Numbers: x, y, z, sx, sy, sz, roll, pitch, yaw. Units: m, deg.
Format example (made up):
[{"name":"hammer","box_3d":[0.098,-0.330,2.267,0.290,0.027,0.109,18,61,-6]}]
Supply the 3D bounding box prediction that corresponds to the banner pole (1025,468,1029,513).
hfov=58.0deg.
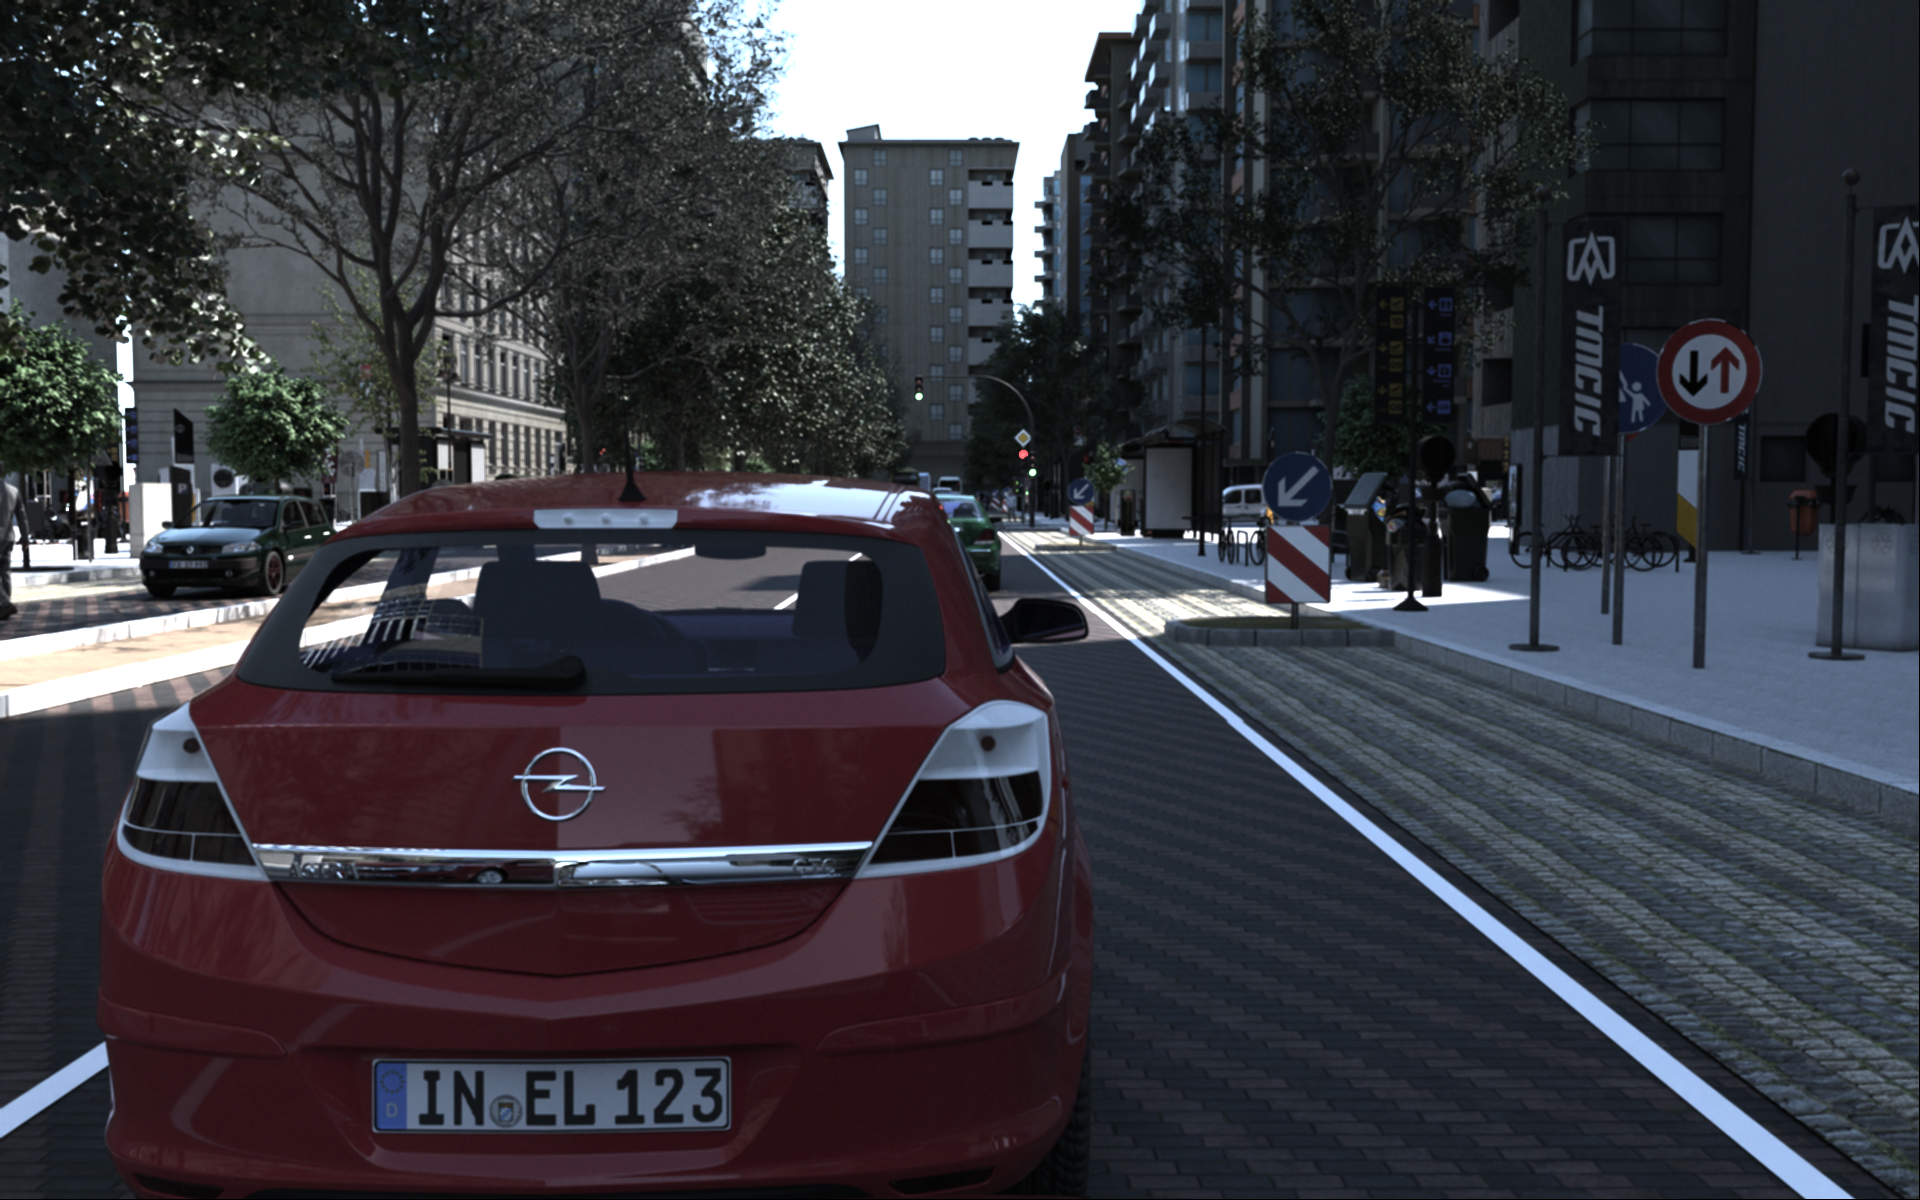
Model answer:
[{"name":"banner pole","box_3d":[4.554,-7.766,116.997,0.401,3.779,0.863,-2,4,-23]}]

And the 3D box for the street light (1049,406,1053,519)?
[{"name":"street light","box_3d":[4.648,-7.047,88.006,0.468,5.910,1.993,0,4,0]}]

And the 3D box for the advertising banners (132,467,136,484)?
[{"name":"advertising banners","box_3d":[-53.209,-7.130,112.759,0.090,3.025,2.074,1,4,10]}]

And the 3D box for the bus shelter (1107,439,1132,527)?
[{"name":"bus shelter","box_3d":[6.528,-4.314,64.453,2.014,3.302,5.546,0,4,0]}]

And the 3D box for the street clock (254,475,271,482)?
[{"name":"street clock","box_3d":[-19.613,-2.705,48.800,0.471,2.002,0.358,-1,4,-13]}]

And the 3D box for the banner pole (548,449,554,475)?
[{"name":"banner pole","box_3d":[-22.582,-6.462,95.666,0.401,3.779,0.863,1,4,14]}]

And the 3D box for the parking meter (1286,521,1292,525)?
[{"name":"parking meter","box_3d":[10.255,-2.752,53.412,0.372,1.533,0.369,0,3,0]}]

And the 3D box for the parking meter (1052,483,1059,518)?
[{"name":"parking meter","box_3d":[5.061,-5.253,91.599,0.255,1.863,0.399,-2,4,-25]}]

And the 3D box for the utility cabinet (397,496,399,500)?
[{"name":"utility cabinet","box_3d":[-40.419,-6.939,124.621,1.020,1.237,0.306,2,4,27]}]

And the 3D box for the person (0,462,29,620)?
[{"name":"person","box_3d":[-11.071,-0.688,19.868,0.853,1.813,0.709,1,4,20]}]

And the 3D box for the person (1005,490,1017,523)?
[{"name":"person","box_3d":[2.390,-4.345,81.348,0.589,1.601,0.330,1,4,14]}]

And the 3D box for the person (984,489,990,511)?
[{"name":"person","box_3d":[2.095,-7.629,133.409,0.419,1.800,0.721,2,4,28]}]

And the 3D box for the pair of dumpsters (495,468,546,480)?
[{"name":"pair of dumpsters","box_3d":[-16.126,-3.744,63.708,1.574,2.255,4.437,0,4,0]}]

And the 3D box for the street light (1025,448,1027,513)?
[{"name":"street light","box_3d":[4.516,-8.926,118.730,0.468,5.910,1.993,0,4,0]}]

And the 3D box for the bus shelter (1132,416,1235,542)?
[{"name":"bus shelter","box_3d":[6.127,-3.299,47.858,2.014,3.302,5.546,0,3,0]}]

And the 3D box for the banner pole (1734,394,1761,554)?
[{"name":"banner pole","box_3d":[16.893,-2.887,37.216,0.401,3.779,0.863,-1,4,-13]}]

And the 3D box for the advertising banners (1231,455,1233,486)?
[{"name":"advertising banners","box_3d":[12.231,-4.977,77.562,0.090,3.025,2.074,1,4,13]}]

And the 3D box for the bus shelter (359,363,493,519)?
[{"name":"bus shelter","box_3d":[-17.243,-4.768,55.596,2.179,5.291,8.768,0,3,0]}]

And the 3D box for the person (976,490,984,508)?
[{"name":"person","box_3d":[2.193,-10.007,172.129,1.348,1.822,0.705,-1,4,-8]}]

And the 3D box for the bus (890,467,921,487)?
[{"name":"bus","box_3d":[-5.020,-10.253,159.185,2.896,3.916,12.252,0,4,-1]}]

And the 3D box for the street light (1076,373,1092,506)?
[{"name":"street light","box_3d":[4.725,-5.712,66.183,0.468,5.910,1.993,0,4,0]}]

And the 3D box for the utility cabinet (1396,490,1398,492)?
[{"name":"utility cabinet","box_3d":[20.008,-4.336,79.574,1.173,1.500,0.318,2,4,33]}]

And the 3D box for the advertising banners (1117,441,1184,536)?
[{"name":"advertising banners","box_3d":[5.847,-3.472,52.959,2.074,3.025,0.090,0,4,-8]}]

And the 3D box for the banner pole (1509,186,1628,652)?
[{"name":"banner pole","box_3d":[4.934,-1.471,14.060,0.863,3.779,0.401,2,4,31]}]

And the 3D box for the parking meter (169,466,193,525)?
[{"name":"parking meter","box_3d":[-16.157,-1.850,35.954,0.399,1.863,0.255,-3,5,-41]}]

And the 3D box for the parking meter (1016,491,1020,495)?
[{"name":"parking meter","box_3d":[4.553,-7.821,136.283,0.372,1.533,0.369,0,3,0]}]

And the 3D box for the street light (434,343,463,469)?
[{"name":"street light","box_3d":[-15.662,-4.914,53.136,0.468,5.910,1.993,0,4,0]}]

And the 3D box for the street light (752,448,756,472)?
[{"name":"street light","box_3d":[-16.083,-10.002,136.313,0.468,5.910,1.993,0,4,0]}]

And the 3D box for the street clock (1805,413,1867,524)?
[{"name":"street clock","box_3d":[7.854,-0.672,15.558,0.358,2.002,0.471,-3,5,-41]}]

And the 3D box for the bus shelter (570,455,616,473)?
[{"name":"bus shelter","box_3d":[-16.445,-5.277,80.198,2.014,3.302,5.546,0,4,0]}]

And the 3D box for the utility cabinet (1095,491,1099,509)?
[{"name":"utility cabinet","box_3d":[9.339,-6.984,122.872,1.173,1.500,0.318,-1,4,-14]}]

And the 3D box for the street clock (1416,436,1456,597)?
[{"name":"street clock","box_3d":[5.898,-1.040,21.582,0.471,2.002,0.358,-1,4,-9]}]

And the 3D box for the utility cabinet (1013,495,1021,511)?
[{"name":"utility cabinet","box_3d":[4.456,-7.427,132.600,1.020,1.237,0.306,2,4,27]}]

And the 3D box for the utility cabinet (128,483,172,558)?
[{"name":"utility cabinet","box_3d":[-16.299,-1.601,34.862,0.318,1.500,1.173,0,4,2]}]

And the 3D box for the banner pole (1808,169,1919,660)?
[{"name":"banner pole","box_3d":[7.051,-1.425,13.312,0.863,3.779,0.401,2,4,32]}]

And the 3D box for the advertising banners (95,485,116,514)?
[{"name":"advertising banners","box_3d":[-27.766,-3.647,55.809,0.090,3.025,2.074,0,4,8]}]

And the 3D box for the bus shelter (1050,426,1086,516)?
[{"name":"bus shelter","box_3d":[6.388,-7.494,100.160,2.179,5.291,8.768,0,4,0]}]

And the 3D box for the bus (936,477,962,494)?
[{"name":"bus","box_3d":[-1.179,-12.210,194.492,2.948,3.499,13.247,0,4,-1]}]

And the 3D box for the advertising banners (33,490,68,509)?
[{"name":"advertising banners","box_3d":[-32.860,-4.123,63.604,2.074,3.025,0.090,-2,4,-32]}]

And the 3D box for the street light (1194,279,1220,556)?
[{"name":"street light","box_3d":[5.026,-3.856,35.830,0.468,5.910,1.993,0,4,0]}]

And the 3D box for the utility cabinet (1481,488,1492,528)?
[{"name":"utility cabinet","box_3d":[19.117,-3.393,64.159,1.173,1.500,0.318,-1,4,-22]}]

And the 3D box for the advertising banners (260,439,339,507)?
[{"name":"advertising banners","box_3d":[-16.644,-2.911,43.776,2.074,3.025,0.090,0,4,1]}]

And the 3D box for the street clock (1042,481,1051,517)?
[{"name":"street clock","box_3d":[4.768,-5.542,95.174,0.471,2.002,0.358,-1,4,-22]}]

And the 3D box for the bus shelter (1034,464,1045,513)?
[{"name":"bus shelter","box_3d":[6.194,-8.991,124.631,2.179,5.291,8.768,0,4,0]}]

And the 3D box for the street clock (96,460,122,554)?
[{"name":"street clock","box_3d":[-18.198,-1.989,37.087,0.358,2.002,0.471,1,4,22]}]

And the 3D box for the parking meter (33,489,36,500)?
[{"name":"parking meter","box_3d":[-42.773,-4.374,79.920,0.372,1.533,0.369,0,3,0]}]
